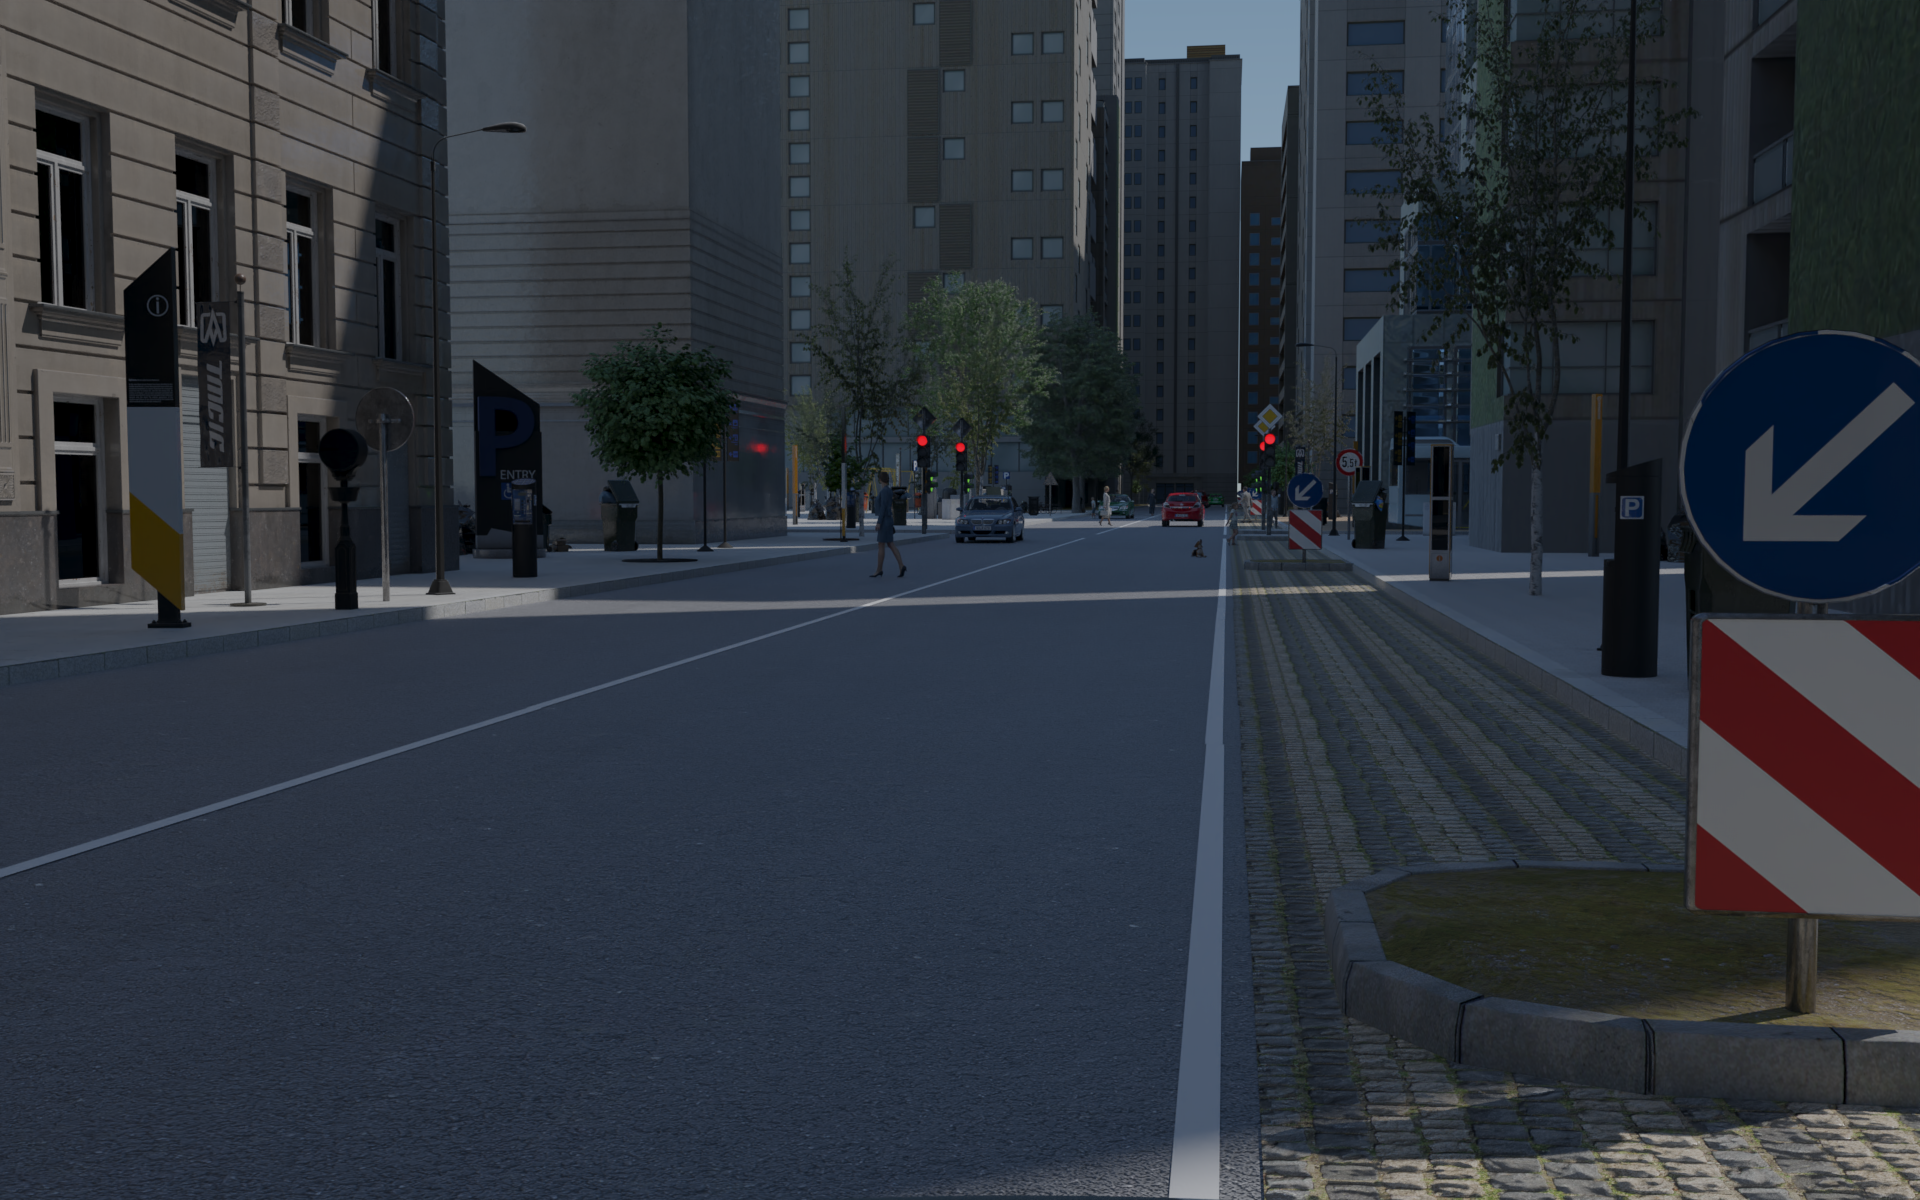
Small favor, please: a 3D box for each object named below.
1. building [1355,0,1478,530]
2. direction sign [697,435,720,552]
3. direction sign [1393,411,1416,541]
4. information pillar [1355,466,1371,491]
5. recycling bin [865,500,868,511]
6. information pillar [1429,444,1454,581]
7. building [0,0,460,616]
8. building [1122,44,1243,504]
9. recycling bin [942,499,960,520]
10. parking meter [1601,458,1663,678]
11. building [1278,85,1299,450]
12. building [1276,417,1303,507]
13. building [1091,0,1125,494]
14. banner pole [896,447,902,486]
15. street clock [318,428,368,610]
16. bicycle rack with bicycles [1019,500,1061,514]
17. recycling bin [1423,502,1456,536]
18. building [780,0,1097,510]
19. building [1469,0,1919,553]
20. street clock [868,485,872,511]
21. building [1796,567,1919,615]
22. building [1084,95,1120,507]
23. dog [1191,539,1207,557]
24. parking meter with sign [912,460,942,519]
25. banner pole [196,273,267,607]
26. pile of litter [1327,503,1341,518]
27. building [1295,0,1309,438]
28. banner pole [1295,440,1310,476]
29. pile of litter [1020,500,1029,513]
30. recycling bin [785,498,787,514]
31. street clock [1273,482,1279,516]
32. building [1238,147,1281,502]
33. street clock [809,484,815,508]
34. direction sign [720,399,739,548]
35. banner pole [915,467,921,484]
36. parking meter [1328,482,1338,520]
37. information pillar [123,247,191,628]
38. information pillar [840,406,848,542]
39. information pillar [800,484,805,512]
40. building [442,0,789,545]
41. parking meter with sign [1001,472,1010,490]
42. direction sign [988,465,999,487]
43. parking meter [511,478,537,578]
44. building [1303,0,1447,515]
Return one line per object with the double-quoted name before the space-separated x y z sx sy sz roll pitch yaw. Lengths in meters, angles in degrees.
"building" 32.234 -46.242 68.725 31.000 86.520 22.319 1 4 9
"direction sign" -5.688 -2.848 38.570 0.379 3.537 0.876 -1 4 -20
"direction sign" 12.164 -3.392 47.460 0.876 3.537 0.379 -3 4 -36
"information pillar" 10.614 -2.520 45.688 0.304 2.012 0.304 -1 4 -20
"recycling bin" -7.281 -7.118 128.930 0.722 1.027 0.722 -2 4 -29
"information pillar" 7.105 -1.289 25.561 0.304 2.012 0.304 1 4 21
"building" -15.861 -13.458 17.304 12.463 27.353 25.104 1 4 9
"building" 23.282 -42.232 232.499 28.212 58.520 21.231 1 4 9
"recycling bin" -0.415 -4.544 86.848 0.722 1.027 0.722 -3 4 -36
"parking meter" 4.738 -0.233 12.219 0.372 1.533 0.369 0 3 0
"building" 47.256 -34.982 195.657 21.300 48.544 21.600 1 4 9
"building" 42.603 -45.020 174.332 20.563 71.187 20.611 1 4 9
"building" 8.248 -46.685 201.559 20.611 71.187 20.563 1 4 9
"banner pole" -3.293 -6.312 93.222 0.401 3.779 0.863 -2 4 -25
"street clock" -6.828 -0.896 19.222 0.471 2.002 0.358 0 4 7
"bicycle rack with bicycles" 5.127 -6.008 111.610 2.925 0.926 2.852 -1 4 -22
"recycling bin" 14.770 -2.496 53.356 0.722 1.027 0.722 -2 4 -35
"building" -2.157 -34.504 153.386 28.713 52.752 27.495 1 4 9
"building" 19.809 -21.940 42.309 14.154 41.232 14.086 1 4 9
"street clock" -6.932 -7.901 133.749 0.358 2.002 0.471 0 4 -6
"building" 17.166 -20.600 20.412 14.154 41.232 14.086 1 4 9
"building" 8.465 -29.959 173.431 14.154 41.232 14.086 1 4 9
"dog" 5.505 -1.180 39.479 0.550 0.427 0.748 3 4 36
"parking meter with sign" -1.565 -5.693 89.347 1.738 3.016 0.543 1 4 19
"banner pole" -8.388 -1.824 19.838 0.863 3.779 0.401 1 4 19
"pile of litter" 20.083 -4.939 94.720 1.719 0.858 1.176 0 4 8
"building" 43.420 -34.306 150.145 28.713 52.752 27.495 1 4 9
"banner pole" 15.968 -5.537 80.548 0.863 3.779 0.401 1 4 20
"pile of litter" 4.628 -6.354 117.845 1.176 0.858 1.719 2 4 33
"recycling bin" -11.581 -6.043 111.349 0.722 1.027 0.722 1 4 13
"street clock" 18.662 -5.981 102.363 0.358 2.002 0.471 -1 4 -11
"building" 43.658 -35.217 225.905 14.200 45.320 14.600 1 4 9
"street clock" -11.698 -8.205 138.720 0.358 2.002 0.471 0 4 2
"direction sign" -5.602 -3.009 41.188 0.379 3.537 0.876 3 5 43
"banner pole" -3.181 -8.646 131.379 0.863 3.779 0.401 2 4 33
"parking meter" 18.564 -4.925 86.230 0.399 1.863 0.255 3 4 38
"information pillar" -7.679 -1.540 16.536 0.504 3.616 0.183 0 3 0
"information pillar" -3.105 -3.368 46.414 0.183 3.616 0.504 0 4 2
"information pillar" -11.410 -7.389 125.297 0.304 2.012 0.304 -2 4 -27
"building" -14.837 -12.244 49.348 18.267 20.994 9.793 1 4 9
"parking meter with sign" 3.502 -8.601 136.879 0.543 3.016 1.738 1 4 13
"direction sign" 2.594 -8.744 134.959 0.876 3.537 0.379 2 4 23
"parking meter" -6.711 -1.117 26.678 0.372 1.533 0.369 0 3 0
"building" 34.548 -35.286 118.932 21.231 58.520 28.212 1 4 9
